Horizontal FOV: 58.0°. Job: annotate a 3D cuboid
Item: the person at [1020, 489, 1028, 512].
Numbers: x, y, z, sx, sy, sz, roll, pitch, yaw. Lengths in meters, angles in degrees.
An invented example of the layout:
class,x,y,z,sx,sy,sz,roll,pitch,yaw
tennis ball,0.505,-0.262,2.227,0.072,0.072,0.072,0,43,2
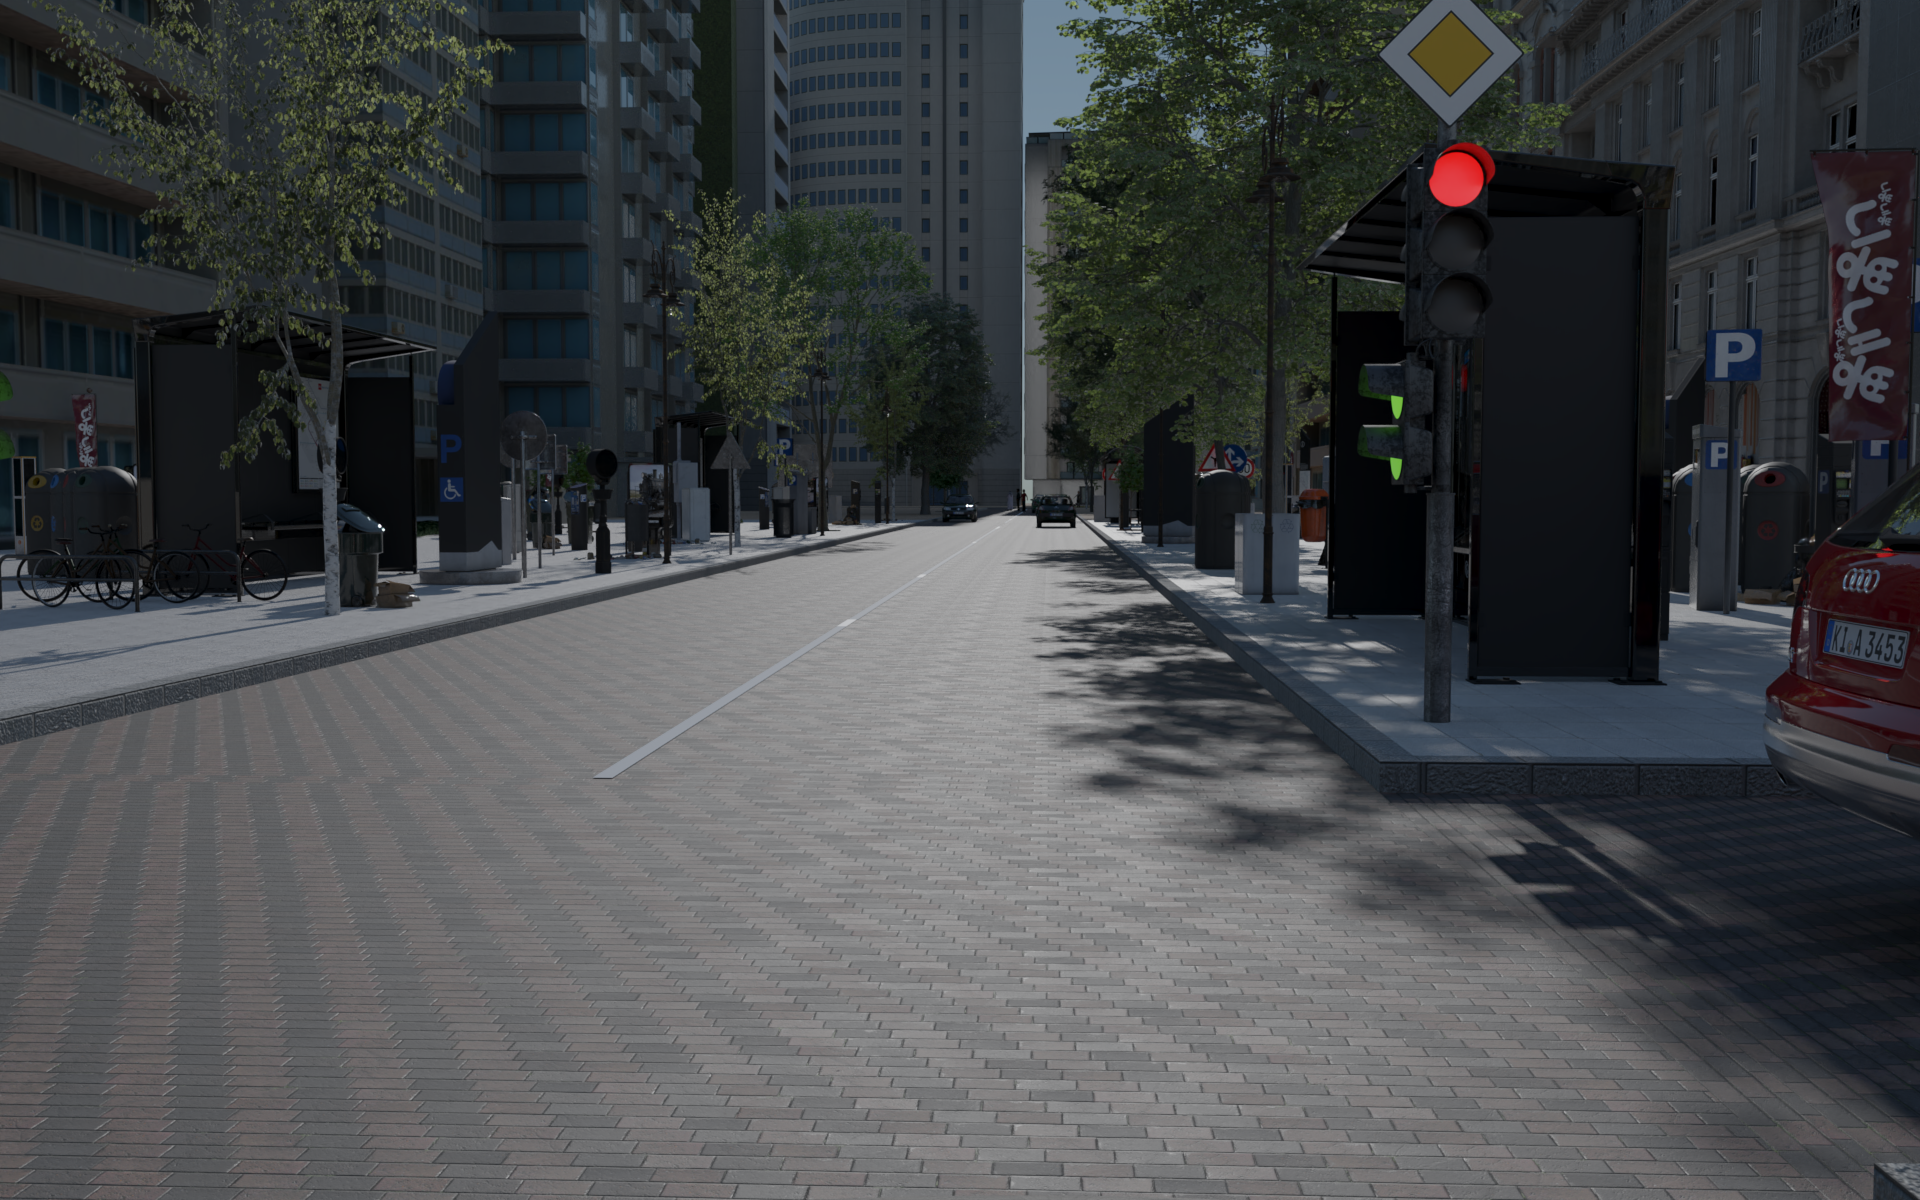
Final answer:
class,x,y,z,sx,sy,sz,roll,pitch,yaw
person,5.052,-7.912,137.800,0.705,1.831,1.348,-2,4,-33

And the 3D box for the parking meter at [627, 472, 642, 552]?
class,x,y,z,sx,sy,sz,roll,pitch,yaw
parking meter,-7.220,-2.007,38.520,0.255,1.863,0.399,-2,4,-35

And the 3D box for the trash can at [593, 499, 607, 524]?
class,x,y,z,sx,sy,sz,roll,pitch,yaw
trash can,-15.526,-3.854,74.661,0.748,1.137,0.748,0,3,0

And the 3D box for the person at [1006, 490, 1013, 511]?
class,x,y,z,sx,sy,sz,roll,pitch,yaw
person,4.308,-8.539,148.787,0.621,1.740,0.551,3,5,42

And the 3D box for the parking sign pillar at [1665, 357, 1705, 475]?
class,x,y,z,sx,sy,sz,roll,pitch,yaw
parking sign pillar,14.062,-2.776,33.862,1.447,3.967,1.447,-3,5,-44

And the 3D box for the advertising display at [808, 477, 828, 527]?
class,x,y,z,sx,sy,sz,roll,pitch,yaw
advertising display,-5.693,-3.785,67.106,0.974,1.923,0.123,0,4,1

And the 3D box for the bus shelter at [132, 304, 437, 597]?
class,x,y,z,sx,sy,sz,roll,pitch,yaw
bus shelter,-9.345,-2.040,24.644,1.731,3.624,6.357,0,4,3

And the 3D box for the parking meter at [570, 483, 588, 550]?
class,x,y,z,sx,sy,sz,roll,pitch,yaw
parking meter,-8.705,-1.907,39.584,0.372,1.533,0.369,0,3,0

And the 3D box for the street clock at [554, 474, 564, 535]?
class,x,y,z,sx,sy,sz,roll,pitch,yaw
street clock,-12.753,-3.082,54.957,0.358,2.002,0.471,1,4,9

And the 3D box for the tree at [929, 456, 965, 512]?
class,x,y,z,sx,sy,sz,roll,pitch,yaw
tree,-1.116,-8.645,125.063,4.285,4.588,4.351,0,3,0

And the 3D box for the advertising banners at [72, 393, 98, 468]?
class,x,y,z,sx,sy,sz,roll,pitch,yaw
advertising banners,-14.495,-2.068,29.997,2.074,3.025,0.090,1,4,16

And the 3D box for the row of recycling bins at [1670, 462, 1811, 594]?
class,x,y,z,sx,sy,sz,roll,pitch,yaw
row of recycling bins,10.065,-0.940,22.487,3.534,1.692,1.069,2,4,29

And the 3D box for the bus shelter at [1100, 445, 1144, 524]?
class,x,y,z,sx,sy,sz,roll,pitch,yaw
bus shelter,7.064,-4.906,74.131,2.014,3.302,5.546,0,4,3

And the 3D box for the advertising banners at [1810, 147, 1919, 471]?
class,x,y,z,sx,sy,sz,roll,pitch,yaw
advertising banners,5.348,-0.770,8.771,2.074,3.025,0.090,0,4,7

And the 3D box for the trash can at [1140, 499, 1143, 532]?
class,x,y,z,sx,sy,sz,roll,pitch,yaw
trash can,6.093,-2.673,55.363,0.748,1.137,0.748,0,3,0

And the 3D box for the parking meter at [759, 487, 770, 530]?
class,x,y,z,sx,sy,sz,roll,pitch,yaw
parking meter,-7.079,-3.316,62.633,0.372,1.533,0.369,0,3,0

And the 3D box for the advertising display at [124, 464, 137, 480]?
class,x,y,z,sx,sy,sz,roll,pitch,yaw
advertising display,-18.484,-2.062,38.926,0.974,1.923,0.123,3,5,39

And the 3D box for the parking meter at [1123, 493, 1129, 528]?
class,x,y,z,sx,sy,sz,roll,pitch,yaw
parking meter,6.349,-3.715,66.449,0.255,1.863,0.399,1,4,9

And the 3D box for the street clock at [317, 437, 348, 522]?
class,x,y,z,sx,sy,sz,roll,pitch,yaw
street clock,-8.001,-1.074,22.125,0.358,2.002,0.471,0,4,0

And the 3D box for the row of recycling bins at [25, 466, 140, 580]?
class,x,y,z,sx,sy,sz,roll,pitch,yaw
row of recycling bins,-13.516,-1.200,26.732,1.069,1.692,3.534,-3,5,-41

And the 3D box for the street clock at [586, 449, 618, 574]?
class,x,y,z,sx,sy,sz,roll,pitch,yaw
street clock,-5.762,-1.428,27.923,0.358,2.002,0.471,3,5,40

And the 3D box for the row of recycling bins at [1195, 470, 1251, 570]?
class,x,y,z,sx,sy,sz,roll,pitch,yaw
row of recycling bins,4.722,-1.466,31.082,1.069,1.692,3.534,1,4,9

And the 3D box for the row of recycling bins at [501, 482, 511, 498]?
class,x,y,z,sx,sy,sz,roll,pitch,yaw
row of recycling bins,-15.903,-3.125,58.203,3.534,1.692,1.069,3,5,44

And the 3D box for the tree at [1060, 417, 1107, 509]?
class,x,y,z,sx,sy,sz,roll,pitch,yaw
tree,10.633,-11.998,146.524,4.737,8.622,4.395,0,3,0

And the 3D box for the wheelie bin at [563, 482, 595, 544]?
class,x,y,z,sx,sy,sz,roll,pitch,yaw
wheelie bin,-9.848,-2.255,44.776,0.693,1.594,0.980,0,4,2

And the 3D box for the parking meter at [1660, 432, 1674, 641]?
class,x,y,z,sx,sy,sz,roll,pitch,yaw
parking meter,6.077,-0.582,15.233,0.255,1.863,0.399,0,4,5

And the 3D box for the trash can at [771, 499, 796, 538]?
class,x,y,z,sx,sy,sz,roll,pitch,yaw
trash can,-5.171,-2.392,50.762,0.748,1.137,0.748,0,3,0

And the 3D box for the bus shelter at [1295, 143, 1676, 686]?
class,x,y,z,sx,sy,sz,roll,pitch,yaw
bus shelter,4.123,-1.432,14.690,1.731,3.624,6.357,0,4,3

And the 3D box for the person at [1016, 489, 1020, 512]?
class,x,y,z,sx,sy,sz,roll,pitch,yaw
person,4.507,-7.761,135.022,0.705,1.869,1.348,0,4,3

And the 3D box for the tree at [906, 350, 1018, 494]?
class,x,y,z,sx,sy,sz,roll,pitch,yaw
tree,0.026,-14.474,147.022,12.009,13.543,11.850,0,3,0

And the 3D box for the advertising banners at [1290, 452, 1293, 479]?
class,x,y,z,sx,sy,sz,roll,pitch,yaw
advertising banners,13.692,-4.663,72.432,0.090,3.025,2.074,0,4,-1

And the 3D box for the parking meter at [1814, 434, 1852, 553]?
class,x,y,z,sx,sy,sz,roll,pitch,yaw
parking meter,8.466,-0.674,16.736,0.255,1.863,0.399,0,4,1

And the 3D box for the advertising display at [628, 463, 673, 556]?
class,x,y,z,sx,sy,sz,roll,pitch,yaw
advertising display,-6.427,-1.883,35.999,0.974,1.923,0.123,1,4,16

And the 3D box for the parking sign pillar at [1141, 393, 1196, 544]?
class,x,y,z,sx,sy,sz,roll,pitch,yaw
parking sign pillar,5.457,-3.464,45.101,1.447,3.967,1.447,1,4,17

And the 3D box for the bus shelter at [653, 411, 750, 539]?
class,x,y,z,sx,sy,sz,roll,pitch,yaw
bus shelter,-7.665,-3.709,51.931,1.731,3.624,6.357,0,4,3

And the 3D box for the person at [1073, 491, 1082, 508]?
class,x,y,z,sx,sy,sz,roll,pitch,yaw
person,11.232,-9.537,165.138,0.721,1.735,1.217,-3,5,-41

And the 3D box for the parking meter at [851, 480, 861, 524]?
class,x,y,z,sx,sy,sz,roll,pitch,yaw
parking meter,-4.399,-4.131,73.259,0.399,1.863,0.255,0,4,6

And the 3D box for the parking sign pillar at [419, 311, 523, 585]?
class,x,y,z,sx,sy,sz,roll,pitch,yaw
parking sign pillar,-7.086,-2.234,25.002,1.447,3.967,1.447,0,4,7

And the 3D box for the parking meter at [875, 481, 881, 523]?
class,x,y,z,sx,sy,sz,roll,pitch,yaw
parking meter,-3.593,-4.295,75.941,0.255,1.863,0.399,0,4,3

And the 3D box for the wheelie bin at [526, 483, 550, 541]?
class,x,y,z,sx,sy,sz,roll,pitch,yaw
wheelie bin,-11.734,-2.458,48.094,0.693,1.594,0.980,-1,4,-13

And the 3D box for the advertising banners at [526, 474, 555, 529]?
class,x,y,z,sx,sy,sz,roll,pitch,yaw
advertising banners,-15.557,-4.074,62.805,2.074,3.025,0.090,-1,4,-18
